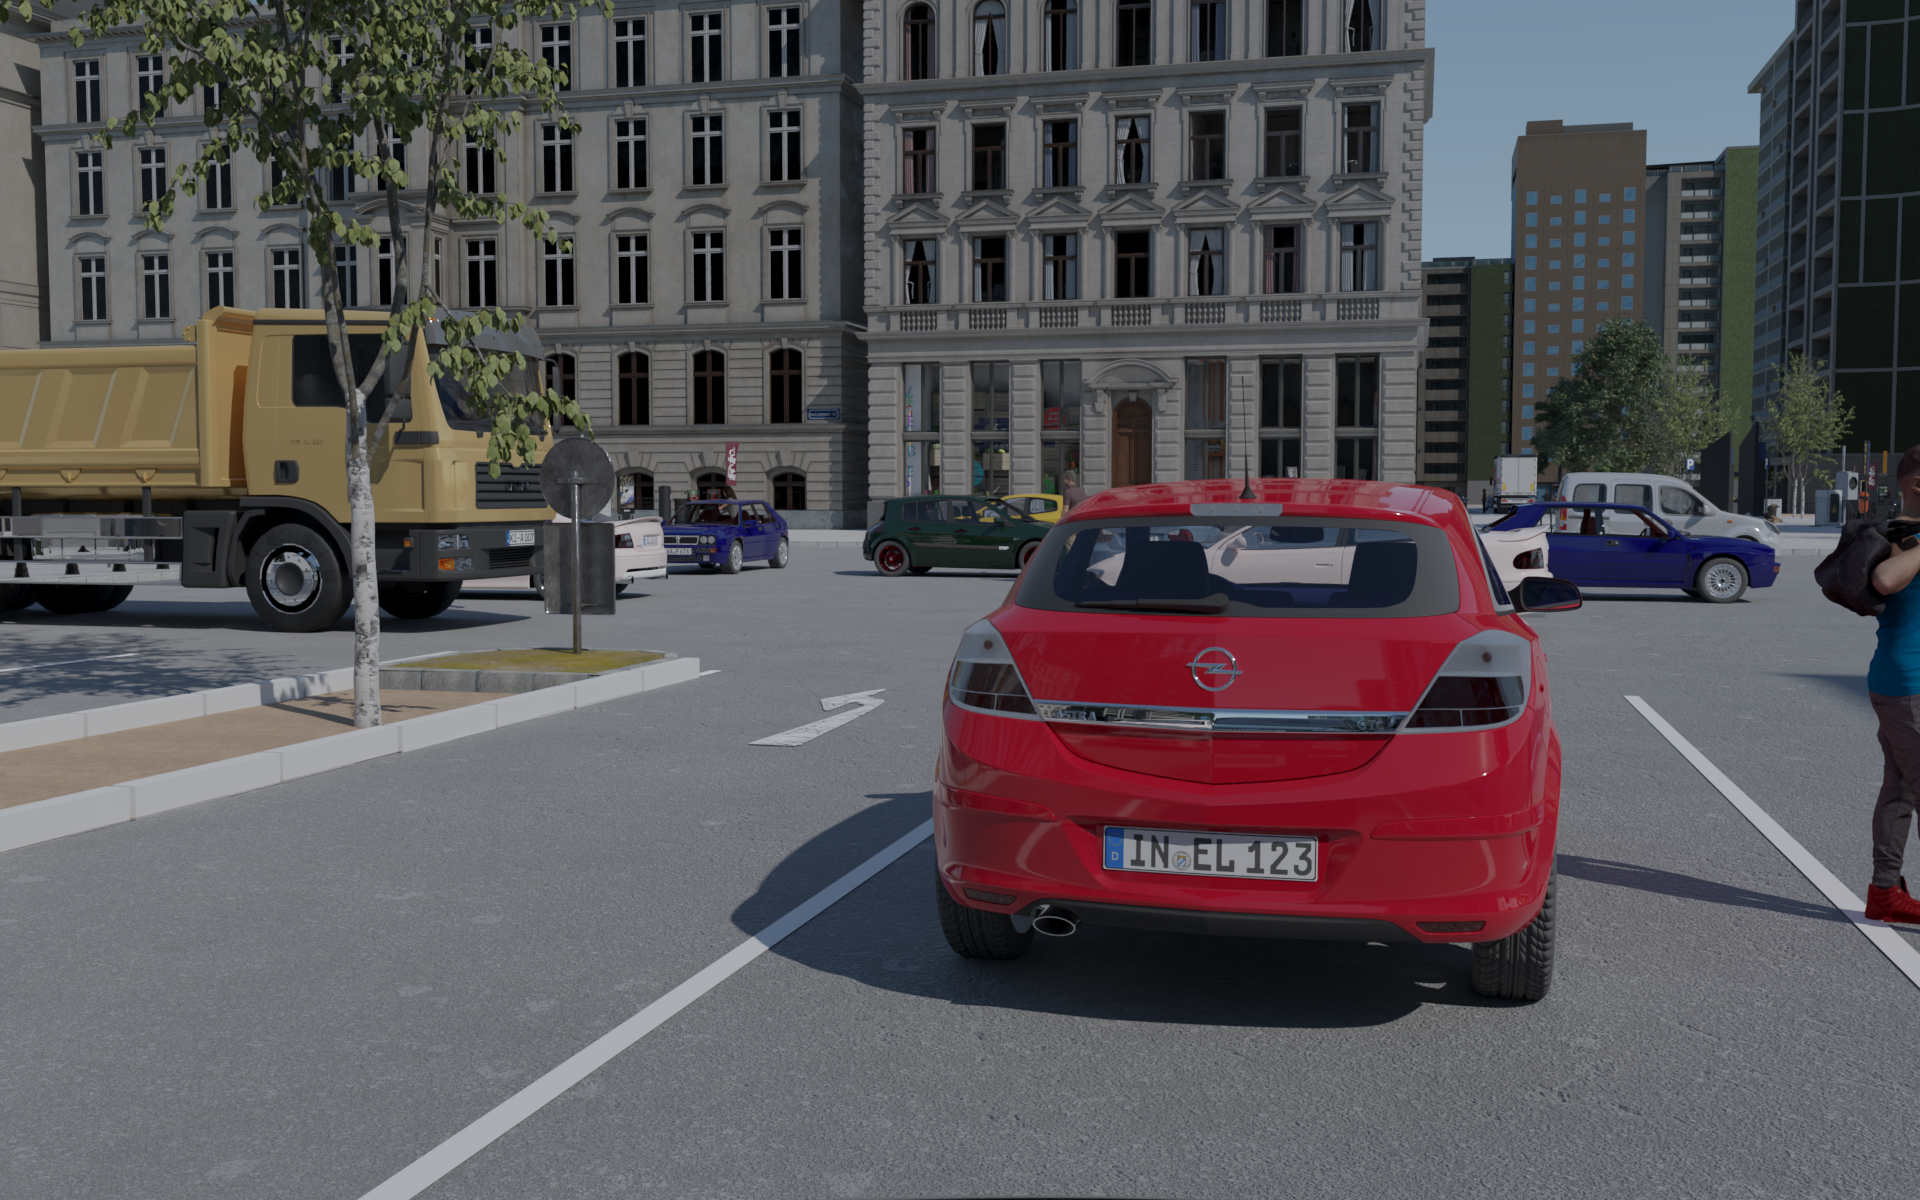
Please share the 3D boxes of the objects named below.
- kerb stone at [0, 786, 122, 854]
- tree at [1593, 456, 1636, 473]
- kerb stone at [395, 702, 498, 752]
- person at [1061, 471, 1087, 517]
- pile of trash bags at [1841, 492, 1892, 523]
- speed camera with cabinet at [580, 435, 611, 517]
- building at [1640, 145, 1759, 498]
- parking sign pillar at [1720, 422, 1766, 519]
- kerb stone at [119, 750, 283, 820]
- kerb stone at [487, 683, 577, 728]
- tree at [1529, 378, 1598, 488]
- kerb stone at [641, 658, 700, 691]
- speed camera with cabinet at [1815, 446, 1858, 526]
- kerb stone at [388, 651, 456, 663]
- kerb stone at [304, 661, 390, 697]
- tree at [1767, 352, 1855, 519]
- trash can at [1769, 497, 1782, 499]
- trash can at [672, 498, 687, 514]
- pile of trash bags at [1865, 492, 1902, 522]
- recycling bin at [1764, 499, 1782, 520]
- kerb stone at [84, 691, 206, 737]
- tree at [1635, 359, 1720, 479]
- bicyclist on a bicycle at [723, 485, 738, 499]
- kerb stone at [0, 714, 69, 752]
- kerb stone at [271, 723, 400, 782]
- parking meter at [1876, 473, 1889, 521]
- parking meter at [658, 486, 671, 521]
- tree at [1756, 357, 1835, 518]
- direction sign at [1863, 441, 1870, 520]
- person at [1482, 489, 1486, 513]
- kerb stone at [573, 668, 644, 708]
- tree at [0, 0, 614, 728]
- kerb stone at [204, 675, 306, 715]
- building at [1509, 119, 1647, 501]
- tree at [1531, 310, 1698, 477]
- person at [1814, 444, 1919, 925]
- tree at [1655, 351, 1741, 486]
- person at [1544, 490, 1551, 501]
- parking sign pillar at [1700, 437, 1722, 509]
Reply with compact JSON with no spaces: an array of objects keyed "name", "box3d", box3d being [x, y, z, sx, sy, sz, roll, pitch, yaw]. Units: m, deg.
[{"name":"kerb stone","box3d":[-3.817,0.923,7.106,0.120,0.150,1.000,1,4,15]},{"name":"tree","box3d":[44.880,-8.255,118.682,4.285,4.588,4.351,0,3,0]},{"name":"kerb stone","box3d":[-3.019,0.742,10.096,0.120,0.150,1.000,1,4,15]},{"name":"person","box3d":[1.792,-1.171,27.778,0.598,1.807,0.434,-3,4,-38]},{"name":"pile of trash bags","box3d":[40.388,-4.158,77.739,1.912,1.369,3.447,1,4,21]},{"name":"speed camera with cabinet","box3d":[-12.552,-3.924,58.490,0.660,3.252,2.038,1,4,18]},{"name":"building","box3d":[88.085,-32.009,206.945,14.086,41.232,14.154,1,4,15]},{"name":"parking sign pillar","box3d":[29.816,-4.695,65.239,1.447,3.967,1.447,0,4,0]},{"name":"kerb stone","box3d":[-3.551,0.862,8.104,0.120,0.150,1.000,1,4,15]},{"name":"kerb stone","box3d":[-2.760,0.679,11.089,0.120,0.150,1.000,1,4,15]},{"name":"tree","box3d":[56.279,-14.691,162.248,6.751,12.117,7.091,0,3,0]},{"name":"kerb stone","box3d":[-2.224,0.557,13.082,0.120,0.150,1.000,1,4,15]},{"name":"speed camera with cabinet","box3d":[35.680,-4.656,70.465,2.038,3.252,0.660,-2,4,-31]},{"name":"kerb stone","box3d":[-4.252,0.524,13.644,0.120,0.150,1.000,1,4,15]},{"name":"kerb stone","box3d":[-4.518,0.589,12.641,0.120,0.150,1.000,1,4,15]},{"name":"tree","box3d":[43.466,-8.477,88.968,4.737,8.622,4.395,0,3,0]},{"name":"trash can","box3d":[46.298,-5.304,98.381,0.748,1.137,0.748,0,3,0]},{"name":"trash can","box3d":[-9.594,-2.960,60.045,0.748,1.137,0.748,0,3,0]},{"name":"pile of trash bags","box3d":[47.266,-4.680,86.263,3.447,1.369,1.912,-2,4,-26]},{"name":"recycling bin","box3d":[39.516,-4.394,84.403,0.722,1.027,0.722,0,4,0]},{"name":"kerb stone","box3d":[-5.044,0.709,10.651,0.120,0.150,1.000,1,4,15]},{"name":"tree","box3d":[38.732,-8.761,93.611,4.360,8.622,3.978,0,3,0]},{"name":"bicyclist on a bicycle","box3d":[-5.025,-1.663,37.212,1.625,1.676,1.499,1,4,15]},{"name":"kerb stone","box3d":[-5.311,0.771,9.659,0.120,0.150,1.000,1,4,15]},{"name":"kerb stone","box3d":[-3.292,0.801,9.098,0.120,0.150,1.000,1,4,15]},{"name":"parking meter","box3d":[25.827,-2.617,48.505,0.255,1.863,0.399,1,4,23]},{"name":"parking meter","box3d":[-8.779,-2.636,51.517,0.372,1.533,0.369,0,3,0]},{"name":"tree","box3d":[45.190,-8.764,93.660,4.360,8.622,3.978,0,3,0]},{"name":"direction sign","box3d":[38.483,-4.990,73.581,0.379,3.537,0.876,3,5,41]},{"name":"person","box3d":[39.099,-7.392,129.329,0.705,1.831,1.348,1,4,11]},{"name":"kerb stone","box3d":[-2.495,0.618,12.086,0.120,0.150,1.000,1,4,15]},{"name":"tree","box3d":[-3.654,-3.505,10.124,4.737,8.622,4.395,0,3,0]},{"name":"kerb stone","box3d":[-4.781,0.647,11.648,0.120,0.150,1.000,1,4,15]},{"name":"building","box3d":[74.197,-34.221,209.616,14.200,45.320,14.600,1,4,15]},{"name":"tree","box3d":[41.130,-11.692,108.173,9.611,12.733,9.660,0,3,0]},{"name":"person","box3d":[3.132,0.290,5.633,0.662,1.594,0.647,2,4,27]},{"name":"tree","box3d":[37.597,-8.473,88.898,4.737,8.622,4.395,0,3,0]},{"name":"person","box3d":[42.879,-7.167,126.208,0.617,1.759,0.750,-3,5,-40]},{"name":"parking sign pillar","box3d":[32.395,-5.238,74.114,1.447,3.967,1.447,-3,4,-38]}]
